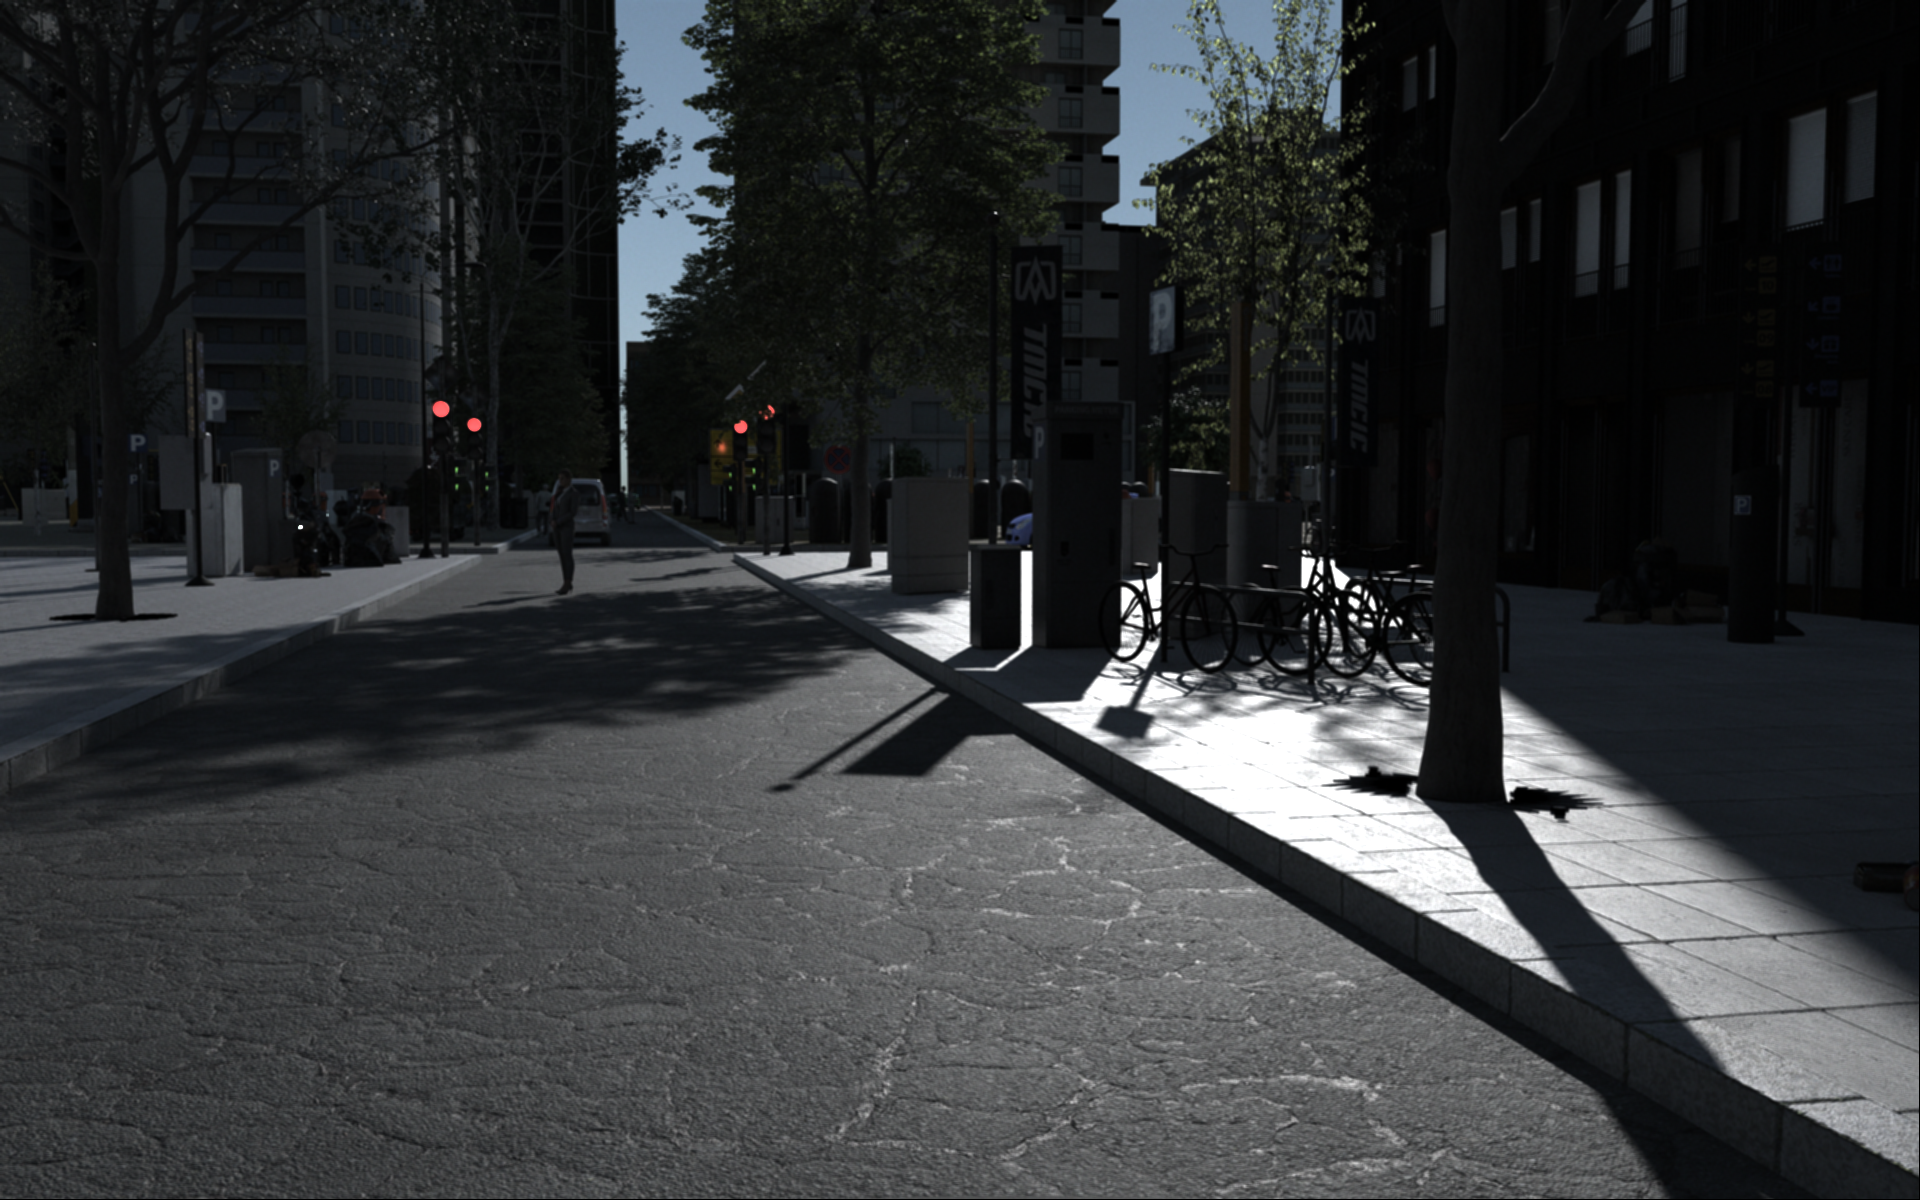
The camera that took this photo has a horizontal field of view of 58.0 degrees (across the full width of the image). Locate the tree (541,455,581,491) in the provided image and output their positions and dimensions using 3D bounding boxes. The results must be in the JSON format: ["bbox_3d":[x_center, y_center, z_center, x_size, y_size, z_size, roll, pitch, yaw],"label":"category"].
[{"bbox_3d":[-30.798,-9.117,132.771,4.285,4.588,4.351,0,3,0],"label":"tree"}]

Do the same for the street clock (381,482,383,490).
[{"bbox_3d":[-34.582,-6.040,103.319,0.358,2.002,0.471,-3,5,-39],"label":"street clock"}]

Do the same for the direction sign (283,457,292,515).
[{"bbox_3d":[-40.968,-6.946,105.557,0.379,3.537,0.876,1,4,8],"label":"direction sign"}]

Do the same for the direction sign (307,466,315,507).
[{"bbox_3d":[-31.424,-5.631,84.070,0.379,3.537,0.876,1,4,10],"label":"direction sign"}]

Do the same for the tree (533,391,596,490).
[{"bbox_3d":[-26.900,-10.157,116.431,4.737,8.622,4.395,0,3,0],"label":"tree"}]

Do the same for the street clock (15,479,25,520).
[{"bbox_3d":[-45.835,-4.889,84.503,0.358,2.002,0.471,0,4,0],"label":"street clock"}]

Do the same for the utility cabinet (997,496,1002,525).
[{"bbox_3d":[1.910,-3.748,72.440,0.306,1.237,1.020,-2,4,-31],"label":"utility cabinet"}]

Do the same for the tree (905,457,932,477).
[{"bbox_3d":[-2.214,-5.939,91.697,1.663,3.219,1.824,0,3,0],"label":"tree"}]

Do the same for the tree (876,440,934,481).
[{"bbox_3d":[-3.246,-7.325,103.485,4.285,4.588,4.351,0,3,0],"label":"tree"}]

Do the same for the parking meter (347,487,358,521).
[{"bbox_3d":[-22.012,-3.326,62.790,0.372,1.533,0.369,0,3,0],"label":"parking meter"}]

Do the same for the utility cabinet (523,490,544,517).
[{"bbox_3d":[-23.230,-5.248,94.477,1.173,1.500,0.318,-1,4,-10],"label":"utility cabinet"}]

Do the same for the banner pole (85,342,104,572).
[{"bbox_3d":[-14.288,-2.380,28.929,0.401,3.779,0.863,1,4,13],"label":"banner pole"}]

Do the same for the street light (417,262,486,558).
[{"bbox_3d":[-10.194,-3.805,34.752,1.470,5.913,1.316,-1,4,-11],"label":"street light"}]

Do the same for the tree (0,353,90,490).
[{"bbox_3d":[-49.790,-8.808,94.374,4.737,8.622,4.395,0,3,0],"label":"tree"}]

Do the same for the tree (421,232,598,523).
[{"bbox_3d":[-19.567,-9.653,75.960,7.486,12.596,7.792,0,3,0],"label":"tree"}]

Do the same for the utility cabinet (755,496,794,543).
[{"bbox_3d":[-4.876,-2.098,45.459,1.020,1.237,0.306,2,4,24],"label":"utility cabinet"}]

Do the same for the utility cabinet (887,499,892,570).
[{"bbox_3d":[-0.778,-1.132,29.667,1.020,1.237,0.306,-3,5,-41],"label":"utility cabinet"}]

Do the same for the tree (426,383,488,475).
[{"bbox_3d":[-29.431,-9.293,102.304,4.360,8.622,3.978,0,3,0],"label":"tree"}]

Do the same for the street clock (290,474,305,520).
[{"bbox_3d":[-23.771,-3.523,62.176,0.358,2.002,0.471,2,4,26],"label":"street clock"}]

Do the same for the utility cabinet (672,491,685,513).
[{"bbox_3d":[-18.852,-6.554,115.830,0.318,1.500,1.173,1,4,23],"label":"utility cabinet"}]

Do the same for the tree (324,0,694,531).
[{"bbox_3d":[-15.875,-12.566,61.346,12.611,20.169,13.585,0,3,0],"label":"tree"}]

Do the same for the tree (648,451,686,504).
[{"bbox_3d":[-29.728,-13.680,174.025,4.360,8.622,3.978,0,3,0],"label":"tree"}]

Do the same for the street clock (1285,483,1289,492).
[{"bbox_3d":[22.106,-6.882,117.094,0.358,2.002,0.471,0,4,6],"label":"street clock"}]

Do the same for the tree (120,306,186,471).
[{"bbox_3d":[-32.030,-7.126,66.870,4.360,8.622,3.978,0,3,0],"label":"tree"}]

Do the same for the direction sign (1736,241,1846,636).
[{"bbox_3d":[7.492,-1.449,15.685,0.876,3.537,0.379,1,4,12],"label":"direction sign"}]

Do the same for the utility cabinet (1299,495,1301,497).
[{"bbox_3d":[20.465,-5.668,103.833,0.306,1.237,1.020,1,4,12],"label":"utility cabinet"}]

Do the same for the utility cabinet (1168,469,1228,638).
[{"bbox_3d":[2.147,-0.428,15.683,0.318,1.500,1.173,1,4,23],"label":"utility cabinet"}]

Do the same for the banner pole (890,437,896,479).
[{"bbox_3d":[-2.913,-5.211,75.218,0.401,3.779,0.863,1,4,16],"label":"banner pole"}]

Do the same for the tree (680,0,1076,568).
[{"bbox_3d":[-1.452,-6.862,30.314,7.486,12.596,7.792,0,3,0],"label":"tree"}]

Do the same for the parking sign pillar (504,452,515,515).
[{"bbox_3d":[-28.089,-7.232,106.718,1.447,3.967,1.447,-1,4,-18],"label":"parking sign pillar"}]

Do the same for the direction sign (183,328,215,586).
[{"bbox_3d":[-10.661,-1.969,24.189,0.379,3.537,0.876,-1,4,-9],"label":"direction sign"}]

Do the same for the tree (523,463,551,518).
[{"bbox_3d":[-22.480,-5.960,92.055,1.663,3.219,1.824,0,3,0],"label":"tree"}]

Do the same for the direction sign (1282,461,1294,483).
[{"bbox_3d":[22.517,-7.766,118.977,0.876,3.537,0.379,-1,4,-12],"label":"direction sign"}]

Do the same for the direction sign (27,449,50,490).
[{"bbox_3d":[-46.224,-5.800,86.825,0.876,3.537,0.379,-2,4,-29],"label":"direction sign"}]

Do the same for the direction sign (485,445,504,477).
[{"bbox_3d":[-21.614,-5.414,80.520,0.876,3.537,0.379,0,4,6],"label":"direction sign"}]

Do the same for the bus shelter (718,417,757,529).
[{"bbox_3d":[-8.455,-5.480,67.228,2.179,5.291,8.768,-1,4,-11],"label":"bus shelter"}]

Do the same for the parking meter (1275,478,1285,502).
[{"bbox_3d":[11.984,-3.617,64.851,0.255,1.863,0.399,-1,4,-13],"label":"parking meter"}]

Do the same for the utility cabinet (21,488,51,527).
[{"bbox_3d":[-35.476,-3.532,66.432,1.173,1.500,0.318,2,4,30],"label":"utility cabinet"}]

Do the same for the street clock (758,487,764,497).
[{"bbox_3d":[-6.271,-3.074,54.825,0.358,2.002,0.471,-1,4,-10],"label":"street clock"}]

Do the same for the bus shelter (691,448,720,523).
[{"bbox_3d":[-10.465,-4.937,74.649,2.014,3.302,5.546,-1,4,-11],"label":"bus shelter"}]

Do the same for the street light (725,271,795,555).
[{"bbox_3d":[-4.180,-3.893,36.188,1.470,5.913,1.316,-1,4,-11],"label":"street light"}]

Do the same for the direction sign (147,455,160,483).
[{"bbox_3d":[-47.106,-6.695,101.453,0.876,3.537,0.379,0,4,-4],"label":"direction sign"}]

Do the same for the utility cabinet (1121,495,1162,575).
[{"bbox_3d":[2.870,-1.030,27.999,0.306,1.237,1.020,2,4,31],"label":"utility cabinet"}]

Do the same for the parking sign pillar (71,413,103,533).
[{"bbox_3d":[-29.085,-4.259,58.112,1.447,3.967,1.447,0,4,3],"label":"parking sign pillar"}]

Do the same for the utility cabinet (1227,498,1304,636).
[{"bbox_3d":[2.791,-0.303,16.120,0.306,1.237,1.020,-1,4,-23],"label":"utility cabinet"}]

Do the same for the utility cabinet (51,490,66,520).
[{"bbox_3d":[-44.621,-4.680,85.198,0.318,1.500,1.173,2,4,30],"label":"utility cabinet"}]

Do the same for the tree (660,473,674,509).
[{"bbox_3d":[-24.535,-9.365,147.715,1.663,3.219,1.824,0,3,0],"label":"tree"}]

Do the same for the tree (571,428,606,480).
[{"bbox_3d":[-39.350,-14.085,180.651,4.360,8.622,3.978,0,3,0],"label":"tree"}]

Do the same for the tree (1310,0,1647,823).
[{"bbox_3d":[2.252,-5.913,7.043,12.009,13.543,11.850,0,3,0],"label":"tree"}]

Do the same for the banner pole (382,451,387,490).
[{"bbox_3d":[-33.716,-6.825,101.601,0.401,3.779,0.863,0,4,-3],"label":"banner pole"}]

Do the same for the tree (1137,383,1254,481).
[{"bbox_3d":[6.977,-4.125,51.161,4.285,4.588,4.351,0,3,0],"label":"tree"}]

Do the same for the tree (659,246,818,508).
[{"bbox_3d":[-5.748,-6.075,49.688,4.737,8.622,4.395,0,3,0],"label":"tree"}]

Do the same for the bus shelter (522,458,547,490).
[{"bbox_3d":[-26.102,-7.066,106.812,1.731,3.624,6.357,-1,4,-11],"label":"bus shelter"}]

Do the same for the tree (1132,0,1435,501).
[{"bbox_3d":[4.157,-4.460,23.290,4.360,8.622,3.978,0,3,0],"label":"tree"}]

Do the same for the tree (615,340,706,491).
[{"bbox_3d":[-22.263,-14.046,136.306,9.857,13.997,8.962,0,3,0],"label":"tree"}]

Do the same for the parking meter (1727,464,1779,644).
[{"bbox_3d":[6.858,-0.402,14.976,0.372,1.533,0.369,0,3,0],"label":"parking meter"}]

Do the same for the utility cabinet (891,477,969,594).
[{"bbox_3d":[-0.386,-0.842,22.451,0.318,1.500,1.173,3,5,42],"label":"utility cabinet"}]
